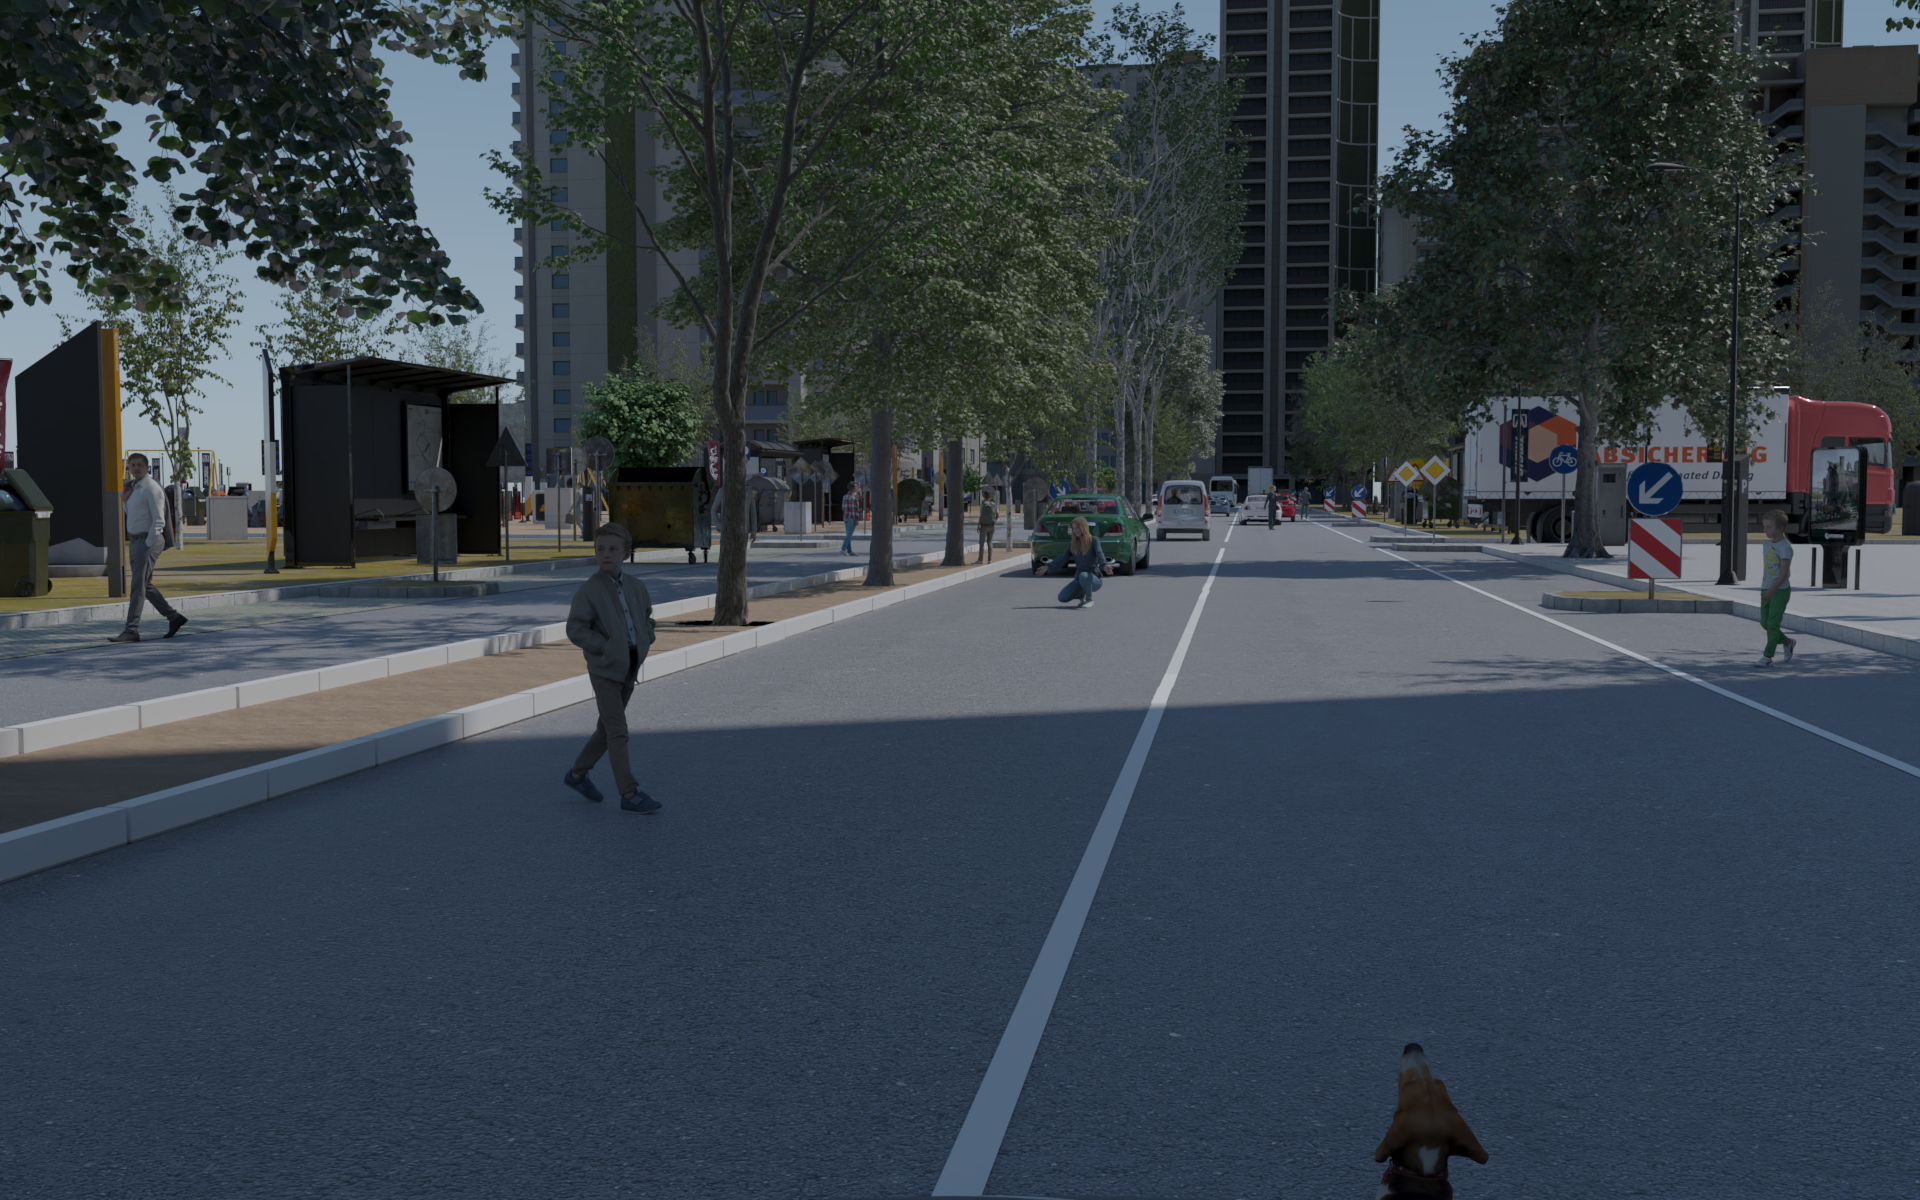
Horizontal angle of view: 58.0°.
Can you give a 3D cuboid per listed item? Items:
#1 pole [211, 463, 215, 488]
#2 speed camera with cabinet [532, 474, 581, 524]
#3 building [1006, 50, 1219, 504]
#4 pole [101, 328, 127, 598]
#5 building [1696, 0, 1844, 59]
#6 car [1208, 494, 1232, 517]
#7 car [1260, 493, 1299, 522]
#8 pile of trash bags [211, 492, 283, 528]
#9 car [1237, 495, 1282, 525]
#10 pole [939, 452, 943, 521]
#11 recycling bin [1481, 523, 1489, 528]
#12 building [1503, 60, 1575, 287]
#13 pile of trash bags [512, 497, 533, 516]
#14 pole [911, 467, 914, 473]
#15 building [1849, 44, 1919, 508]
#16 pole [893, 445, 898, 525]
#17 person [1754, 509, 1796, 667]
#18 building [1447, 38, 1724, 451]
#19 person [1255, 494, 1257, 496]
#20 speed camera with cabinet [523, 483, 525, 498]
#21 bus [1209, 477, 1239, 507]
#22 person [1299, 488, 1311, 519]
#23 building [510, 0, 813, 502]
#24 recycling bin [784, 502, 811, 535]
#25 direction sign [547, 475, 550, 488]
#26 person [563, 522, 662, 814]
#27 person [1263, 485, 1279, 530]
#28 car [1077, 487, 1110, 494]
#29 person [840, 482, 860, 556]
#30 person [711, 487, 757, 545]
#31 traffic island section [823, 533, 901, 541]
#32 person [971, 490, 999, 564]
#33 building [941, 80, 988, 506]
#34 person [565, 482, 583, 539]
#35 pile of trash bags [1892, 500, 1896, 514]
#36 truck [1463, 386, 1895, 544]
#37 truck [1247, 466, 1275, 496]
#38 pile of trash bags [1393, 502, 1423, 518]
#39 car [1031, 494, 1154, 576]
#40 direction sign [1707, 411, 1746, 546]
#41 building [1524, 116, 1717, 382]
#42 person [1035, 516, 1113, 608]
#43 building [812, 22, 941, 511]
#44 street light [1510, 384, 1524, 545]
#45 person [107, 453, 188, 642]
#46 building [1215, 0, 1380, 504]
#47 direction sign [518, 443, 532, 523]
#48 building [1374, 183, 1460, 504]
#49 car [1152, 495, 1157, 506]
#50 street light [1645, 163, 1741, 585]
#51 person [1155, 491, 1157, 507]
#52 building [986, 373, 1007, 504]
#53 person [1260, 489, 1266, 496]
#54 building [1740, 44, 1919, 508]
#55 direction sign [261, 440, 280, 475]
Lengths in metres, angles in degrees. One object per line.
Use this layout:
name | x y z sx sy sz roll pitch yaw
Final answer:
pole | -49.128 -7.345 113.934 0.158 3.312 0.155 0 3 0
speed camera with cabinet | -17.450 -4.930 74.942 2.038 3.252 0.660 -1 4 -10
building | 20.837 -42.397 235.186 28.212 58.520 21.231 1 4 9
pole | -10.471 -1.687 21.429 0.158 3.312 0.155 0 3 0
building | 100.923 -47.934 221.977 20.611 71.187 20.563 1 4 9
car | 16.356 -6.029 110.570 2.014 1.417 4.499 1 4 9
car | 16.468 -4.934 89.708 2.155 1.783 4.494 1 4 11
pile of trash bags | -27.130 -3.447 66.114 1.912 1.369 3.447 2 4 24
car | 14.003 -4.187 80.815 2.083 1.381 4.827 0 4 8
pole | -0.915 -5.474 83.337 0.158 3.312 0.155 0 3 0
recycling bin | 20.512 -3.295 66.425 0.722 1.027 0.722 -2 4 -24
building | 52.950 -28.381 147.630 14.154 41.232 14.086 1 4 9
pile of trash bags | -25.473 -5.709 103.096 3.447 1.369 1.912 1 4 22
pole | -3.538 -8.320 129.870 0.158 3.312 0.155 0 3 0
building | 97.987 -31.788 169.840 14.200 45.320 14.600 1 4 9
pole | -2.706 -4.790 72.164 0.158 3.312 0.155 0 3 0
person | 6.830 -0.105 14.461 0.590 1.304 0.306 -2 4 -32
building | 59.640 -31.408 168.148 22.147 44.769 28.867 1 4 9
person | 22.374 -7.306 131.182 0.991 1.433 0.599 0 4 -1
speed camera with cabinet | -29.993 -7.827 122.303 2.038 3.252 0.660 2 4 35
bus | 28.802 -11.883 189.147 2.948 3.499 13.247 1 4 10
person | 19.520 -5.463 97.998 0.661 1.801 0.590 0 4 3
building | -32.737 -39.518 188.118 28.212 58.520 21.231 1 4 9
recycling bin | -5.166 -2.608 55.194 0.722 1.027 0.722 1 4 9
direction sign | -31.847 -8.687 134.024 0.379 3.537 0.876 -2 4 -25
person | -1.582 0.296 7.936 0.640 1.303 0.475 2 4 29
person | 12.382 -3.669 68.908 0.576 1.772 0.534 -3 5 -45
car | 7.545 -5.497 98.555 2.281 1.827 5.304 1 4 11
person | -2.574 -1.894 40.303 0.643 1.720 0.563 -2 4 -29
person | -3.192 -0.974 24.532 0.635 1.810 0.391 -2 4 -28
traffic island section | -3.034 -1.994 54.875 2.009 0.180 2.903 1 4 9
person | 0.522 -1.469 35.107 0.523 1.515 0.503 2 4 29
building | -8.554 -45.551 183.004 20.611 71.187 20.563 1 4 9
person | -11.905 -2.793 54.292 0.853 1.813 0.709 1 4 18
pile of trash bags | 57.938 -6.161 110.482 3.447 1.369 1.912 3 5 41
truck | 19.508 -3.529 46.612 11.283 4.237 2.839 1 4 9
truck | 31.070 -11.621 178.919 2.839 4.237 11.283 1 4 10
pile of trash bags | 23.633 -4.910 90.035 1.912 1.369 3.447 1 4 9
car | 2.459 -1.236 32.011 2.131 1.459 4.920 1 4 11
direction sign | 18.999 -3.118 42.981 0.876 3.537 0.379 1 4 20
building | 50.579 -22.148 133.814 14.160 30.474 14.107 1 4 9
person | 1.569 -0.478 21.815 1.012 1.151 0.738 3 5 39
building | -14.362 -36.947 146.089 21.231 58.520 28.212 1 4 9
street light | 13.579 -4.359 43.813 1.470 5.913 1.316 1 4 9
person | -7.980 -0.510 16.941 0.679 1.850 0.850 3 4 37
building | 44.875 -48.458 230.543 20.611 71.187 20.563 1 4 9
direction sign | -19.508 -5.208 77.145 0.876 3.537 0.379 0 4 -2
building | 61.878 -33.179 226.077 14.086 41.232 14.154 1 4 9
car | 20.851 -10.412 182.600 2.083 1.381 4.827 1 4 9
street light | 10.318 -3.172 24.396 1.470 5.913 1.316 1 4 9
person | 21.471 -10.987 188.872 1.217 1.736 0.721 0 4 6
building | -5.952 -40.052 244.092 27.495 52.752 28.713 1 4 9
person | 25.359 -8.324 144.602 1.348 1.823 0.705 1 4 14
building | 83.900 -31.900 171.680 14.200 45.320 14.600 1 4 9
direction sign | -28.655 -4.896 72.048 0.876 3.537 0.379 1 4 17
